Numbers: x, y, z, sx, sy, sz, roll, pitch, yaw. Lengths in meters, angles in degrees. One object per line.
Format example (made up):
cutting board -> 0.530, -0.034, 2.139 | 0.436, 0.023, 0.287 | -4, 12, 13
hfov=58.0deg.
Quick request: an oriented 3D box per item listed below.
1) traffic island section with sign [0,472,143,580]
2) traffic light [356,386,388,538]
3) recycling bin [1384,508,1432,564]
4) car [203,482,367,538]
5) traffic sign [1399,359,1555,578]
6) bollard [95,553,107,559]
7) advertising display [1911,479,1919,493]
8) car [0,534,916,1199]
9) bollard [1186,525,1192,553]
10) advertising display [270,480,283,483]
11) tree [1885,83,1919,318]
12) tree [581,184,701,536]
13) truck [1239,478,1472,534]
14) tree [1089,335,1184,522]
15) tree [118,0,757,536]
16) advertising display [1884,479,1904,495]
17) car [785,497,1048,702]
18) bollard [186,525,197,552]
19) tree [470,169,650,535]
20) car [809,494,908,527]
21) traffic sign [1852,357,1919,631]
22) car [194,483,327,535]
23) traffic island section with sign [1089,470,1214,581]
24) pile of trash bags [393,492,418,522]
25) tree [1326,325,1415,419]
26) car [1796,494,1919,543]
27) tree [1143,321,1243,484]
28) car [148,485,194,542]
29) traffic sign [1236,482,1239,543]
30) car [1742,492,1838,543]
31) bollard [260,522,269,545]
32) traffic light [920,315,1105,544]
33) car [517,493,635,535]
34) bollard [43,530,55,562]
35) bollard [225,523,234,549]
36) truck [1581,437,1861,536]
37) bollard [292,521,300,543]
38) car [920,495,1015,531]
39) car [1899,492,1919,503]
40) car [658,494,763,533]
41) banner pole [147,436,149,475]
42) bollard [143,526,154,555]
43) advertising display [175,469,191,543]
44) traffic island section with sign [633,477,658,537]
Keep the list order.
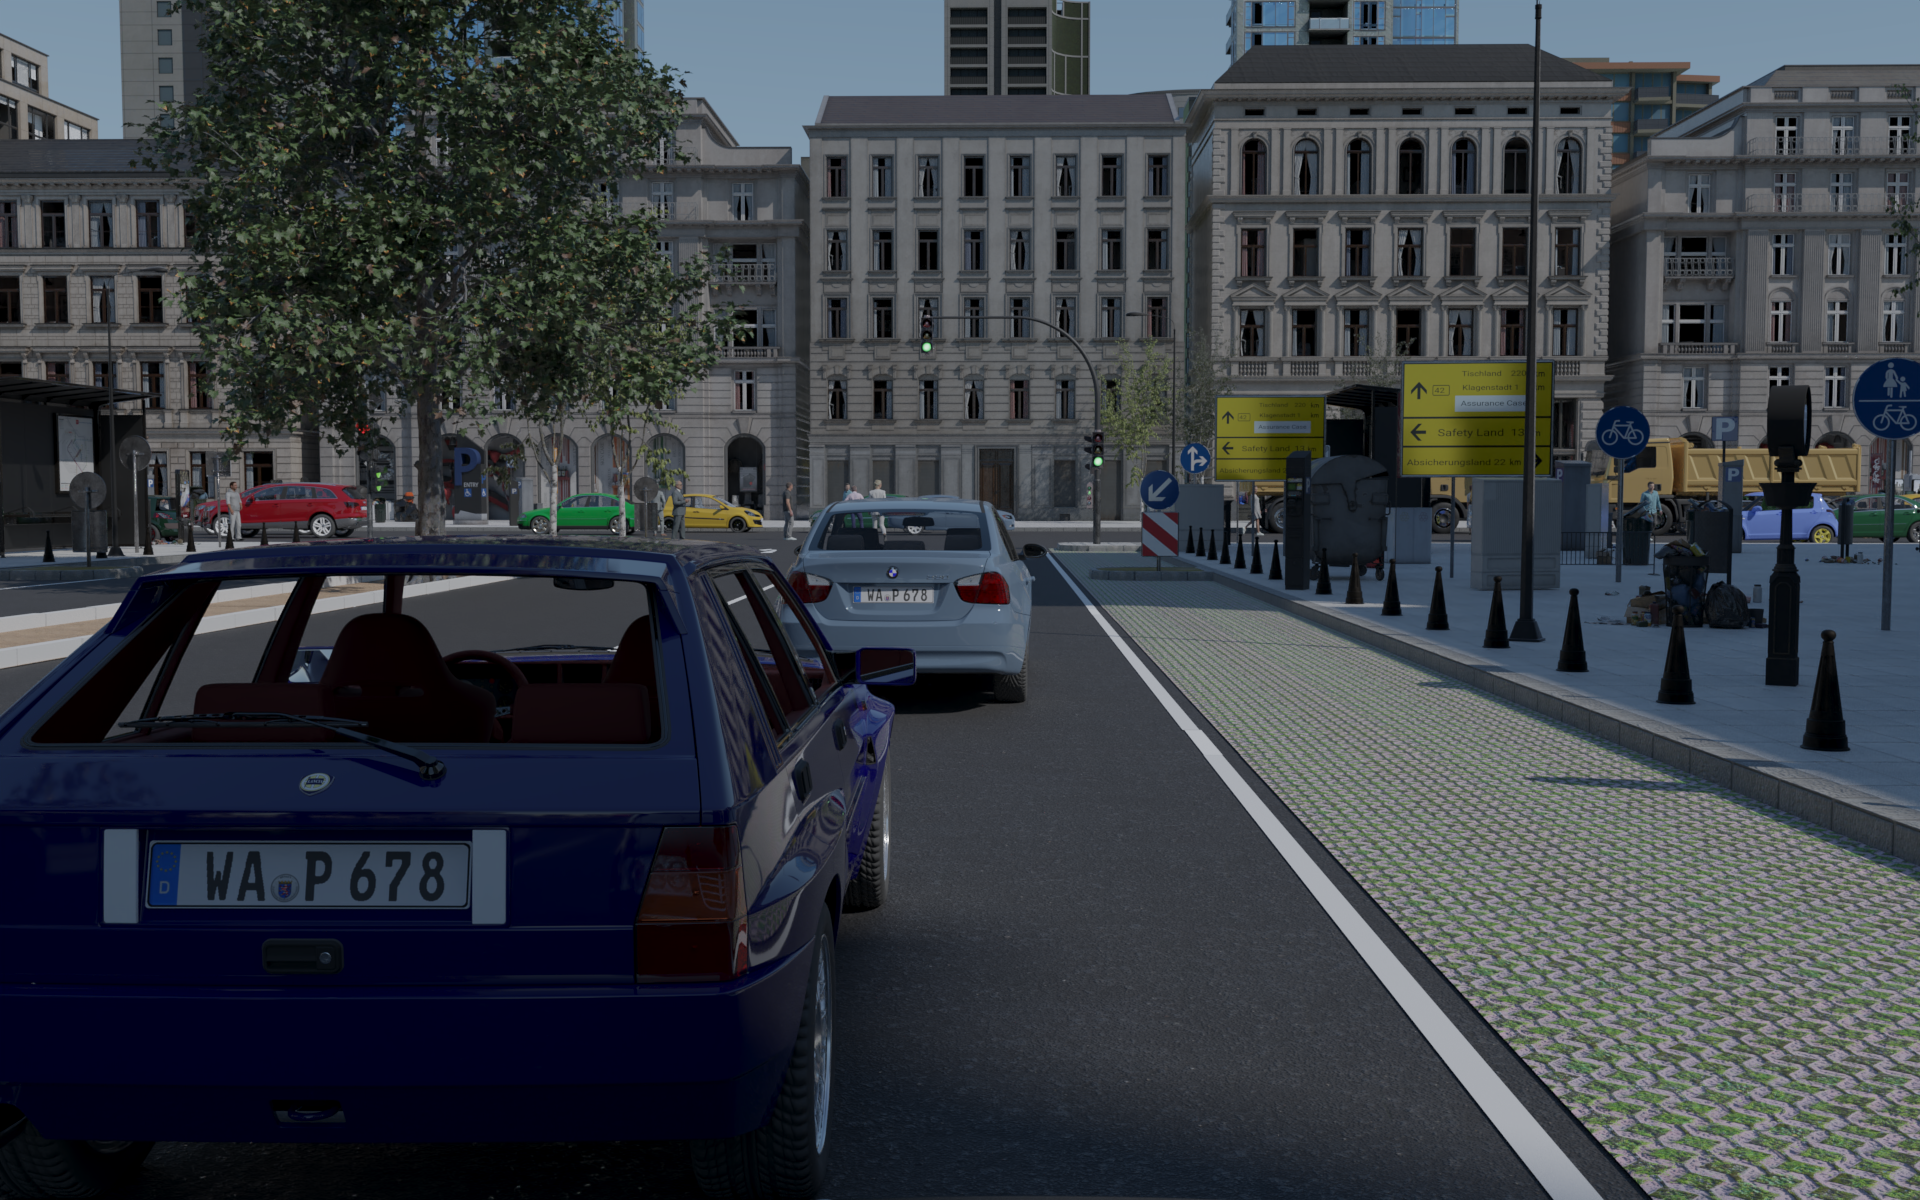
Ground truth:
traffic island section with sign -> -15.267, -1.293, 29.771 | 1.989, 1.847, 2.006 | 0, 4, 1
traffic light -> -15.229, -3.409, 44.665 | 0.839, 4.253, 0.868 | 0, 4, 1
recycling bin -> 8.283, -1.197, 32.122 | 0.722, 1.027, 0.722 | 0, 4, -5
car -> -22.082, -2.945, 56.816 | 5.304, 1.827, 2.281 | 0, 4, 0
traffic sign -> 7.855, -1.989, 26.390 | 2.265, 3.308, 0.079 | 0, 4, 7
bollard -> -17.116, -1.130, 34.520 | 0.229, 0.601, 0.229 | 0, 3, 0
advertising display -> 41.429, -4.250, 74.704 | 0.974, 1.923, 0.123 | -1, 4, -19
car -> -1.112, 0.472, 4.863 | 1.945, 1.354, 3.894 | 0, 4, 1
bollard -> 4.991, -1.313, 37.502 | 0.229, 0.601, 0.229 | 0, 3, 0
advertising display -> -31.081, -4.500, 78.793 | 0.974, 1.923, 0.123 | 3, 5, 43
tree -> 16.991, -4.751, 28.046 | 4.360, 8.622, 3.978 | 0, 3, 0
tree -> -7.930, -5.356, 40.396 | 4.737, 8.622, 4.395 | 0, 3, 0
truck -> 15.294, -4.128, 63.420 | 9.791, 3.379, 3.469 | 0, 4, 0
tree -> 8.099, -7.885, 79.288 | 4.737, 8.622, 4.395 | 0, 3, 0
tree -> -8.257, -6.565, 26.802 | 9.611, 12.733, 9.660 | 0, 3, 0
advertising display -> 38.696, -4.072, 71.796 | 0.974, 1.923, 0.123 | -1, 4, -20
car -> -0.336, -0.076, 13.243 | 2.014, 1.417, 4.499 | 0, 4, 2
bollard -> -17.035, -1.365, 38.354 | 0.229, 0.601, 0.229 | 0, 3, 0
tree -> -8.405, -5.073, 35.765 | 4.360, 8.622, 3.978 | 0, 3, 0
car -> -3.163, -3.215, 64.364 | 4.920, 1.459, 2.131 | 0, 4, 1
traffic sign -> 8.718, -0.986, 16.232 | 0.768, 2.556, 0.104 | 0, 4, 6
car -> -24.316, -3.214, 61.220 | 5.304, 1.827, 2.281 | 0, 4, 0
traffic island section with sign -> 3.204, -1.267, 29.350 | 1.989, 1.847, 2.006 | 0, 4, 1
pile of trash bags -> -25.434, -4.340, 80.709 | 1.912, 1.369, 3.447 | -2, 4, -28
tree -> 18.041, -7.672, 75.799 | 4.360, 8.622, 3.978 | 0, 3, 0
car -> 26.218, -2.372, 50.582 | 4.920, 1.459, 2.131 | 0, 4, 0
tree -> 10.174, -7.546, 73.738 | 4.360, 8.622, 3.978 | 0, 3, 0
car -> -23.688, -2.369, 48.515 | 4.222, 1.686, 2.009 | 0, 4, 3
traffic sign -> 7.221, -2.683, 45.047 | 0.795, 2.450, 0.064 | 0, 4, 6
car -> 21.838, -2.299, 47.175 | 3.694, 1.707, 1.945 | 0, 4, 3
bollard -> -16.952, -1.599, 42.191 | 0.229, 0.601, 0.229 | 0, 3, 0
traffic light -> 1.385, -4.251, 44.175 | 4.771, 5.953, 1.251 | 0, 4, 1
car -> -13.147, -3.179, 60.770 | 4.718, 1.807, 1.959 | 0, 4, 0
bollard -> -17.160, -1.013, 32.601 | 0.229, 0.601, 0.229 | 0, 3, 0
bollard -> -16.991, -1.482, 40.276 | 0.229, 0.601, 0.229 | 0, 3, 0
truck -> 25.894, -3.939, 60.319 | 9.791, 3.379, 3.469 | 0, 4, -1
bollard -> -16.911, -1.717, 44.111 | 0.229, 0.601, 0.229 | 0, 3, 0
car -> -0.310, -2.983, 60.774 | 4.499, 1.417, 2.014 | 0, 3, 0
car -> 34.759, -3.140, 61.569 | 3.980, 1.641, 2.015 | 0, 4, 1
car -> -9.393, -3.354, 65.059 | 3.980, 1.641, 2.015 | 0, 4, 2
banner pole -> -35.337, -5.207, 75.145 | 0.863, 3.779, 0.401 | 3, 4, 37
bollard -> -17.082, -1.247, 36.435 | 0.229, 0.601, 0.229 | 0, 3, 0
advertising display -> -20.373, -2.459, 45.417 | 0.123, 1.923, 0.974 | -1, 4, -10
traffic island section with sign -> -8.265, -2.247, 44.881 | 2.006, 1.907, 1.989 | 0, 4, 1
